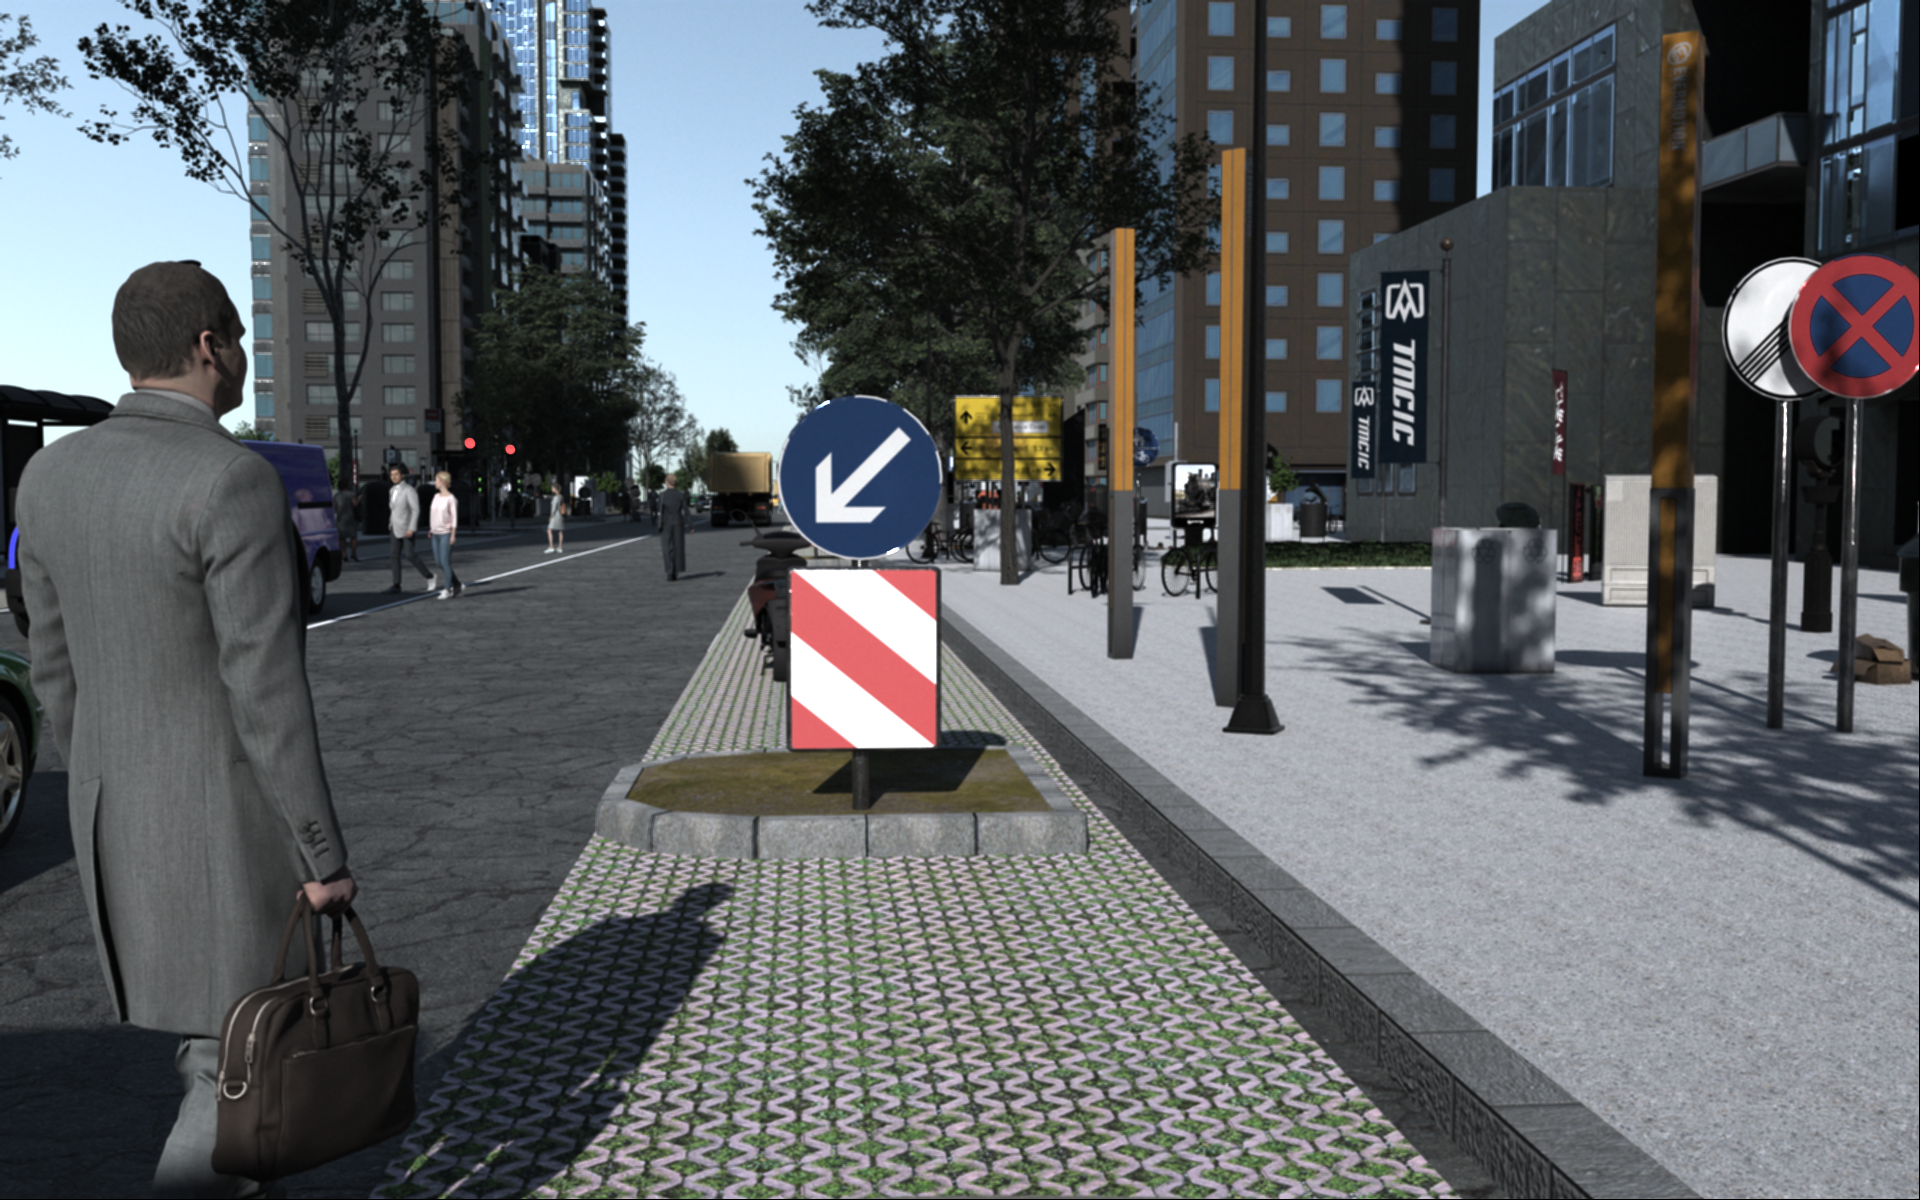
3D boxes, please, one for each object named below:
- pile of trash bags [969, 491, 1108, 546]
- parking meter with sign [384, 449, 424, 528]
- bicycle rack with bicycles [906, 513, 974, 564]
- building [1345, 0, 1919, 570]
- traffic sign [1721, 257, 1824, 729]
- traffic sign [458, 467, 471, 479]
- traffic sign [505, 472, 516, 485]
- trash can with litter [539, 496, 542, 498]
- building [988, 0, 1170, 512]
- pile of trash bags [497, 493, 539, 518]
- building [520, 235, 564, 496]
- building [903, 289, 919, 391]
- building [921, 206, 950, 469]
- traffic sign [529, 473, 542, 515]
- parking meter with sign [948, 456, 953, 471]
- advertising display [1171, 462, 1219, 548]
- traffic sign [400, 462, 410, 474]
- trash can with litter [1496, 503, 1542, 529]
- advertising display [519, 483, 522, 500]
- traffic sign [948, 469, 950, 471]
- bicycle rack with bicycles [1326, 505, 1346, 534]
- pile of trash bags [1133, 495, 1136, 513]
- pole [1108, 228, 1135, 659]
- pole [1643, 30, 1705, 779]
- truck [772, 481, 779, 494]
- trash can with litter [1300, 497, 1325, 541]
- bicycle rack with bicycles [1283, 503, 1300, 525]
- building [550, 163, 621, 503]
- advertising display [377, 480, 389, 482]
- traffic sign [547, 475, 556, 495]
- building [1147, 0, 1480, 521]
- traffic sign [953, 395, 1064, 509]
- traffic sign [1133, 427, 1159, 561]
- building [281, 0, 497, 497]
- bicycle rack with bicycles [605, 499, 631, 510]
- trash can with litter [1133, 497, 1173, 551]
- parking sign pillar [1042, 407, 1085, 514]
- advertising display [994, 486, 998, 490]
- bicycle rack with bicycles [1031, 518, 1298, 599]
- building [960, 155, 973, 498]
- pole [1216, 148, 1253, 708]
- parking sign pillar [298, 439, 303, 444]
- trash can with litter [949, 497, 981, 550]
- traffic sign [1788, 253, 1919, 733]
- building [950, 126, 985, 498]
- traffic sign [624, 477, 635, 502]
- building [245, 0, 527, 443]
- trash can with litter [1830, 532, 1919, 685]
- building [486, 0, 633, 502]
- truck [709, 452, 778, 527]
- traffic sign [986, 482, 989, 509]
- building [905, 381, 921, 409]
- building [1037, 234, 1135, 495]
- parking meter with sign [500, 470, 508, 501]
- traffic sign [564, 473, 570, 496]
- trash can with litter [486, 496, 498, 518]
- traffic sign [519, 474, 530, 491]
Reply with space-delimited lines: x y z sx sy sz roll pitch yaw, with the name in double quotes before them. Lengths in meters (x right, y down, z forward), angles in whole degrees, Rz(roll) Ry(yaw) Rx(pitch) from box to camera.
"pile of trash bags" 1.760 -2.101 44.102 3.447 1.369 1.912 3 5 42
"parking meter with sign" -21.420 -4.317 66.848 1.738 3.016 0.543 2 4 33
"bicycle rack with bicycles" 0.634 -1.168 32.477 2.925 0.926 2.852 1 4 10
"building" 22.963 -43.870 29.954 22.319 86.520 31.000 0 4 -5
"traffic sign" 4.470 -0.570 9.422 0.768 2.556 0.104 0 4 -4
"traffic sign" -22.722 -4.873 79.777 0.768 2.556 0.104 0 3 0
"traffic sign" -21.906 -5.115 84.814 0.795 2.450 0.064 0 4 2
"trash can with litter" -27.039 -6.038 110.111 1.055 1.170 0.624 0 4 -5
"building" 9.830 -30.914 155.559 14.600 45.320 14.200 0 4 -5
"pile of trash bags" -24.940 -5.147 93.900 3.447 1.369 1.912 -2 4 -26
"building" -51.851 -25.655 191.152 14.160 30.474 14.107 0 4 -5
"building" -2.864 -37.419 295.399 14.154 41.232 14.086 0 4 -5
"building" 1.721 -36.758 251.108 14.600 45.320 14.200 0 4 -5
"traffic sign" -26.231 -6.539 107.023 0.768 2.556 0.104 0 4 3
"parking meter with sign" -0.464 -5.145 80.387 0.543 3.016 1.738 -1 4 -13
"advertising display" 4.793 -1.852 35.491 0.974 1.923 0.123 -1 4 -18
"traffic sign" -22.509 -4.284 70.047 0.884 2.594 0.081 0 4 0
"trash can with litter" 7.240 -0.661 22.193 0.624 1.170 1.055 0 4 5
"advertising display" -25.985 -5.905 101.766 0.123 1.923 0.974 1 4 9
"traffic sign" -0.782 -5.002 81.888 0.768 2.556 0.104 0 4 -2
"bicycle rack with bicycles" 12.922 -2.576 55.495 2.852 0.926 2.925 0 4 -6
"pile of trash bags" 3.810 -2.560 51.606 3.447 1.369 1.912 -2 4 -33
"pole" 1.250 -1.198 13.434 0.158 3.312 0.155 0 3 0
"pole" 3.217 -0.854 7.799 0.158 3.312 0.155 0 3 0
"truck" -26.780 -16.254 261.669 3.469 3.379 9.791 0 4 -7
"trash can with litter" 7.984 -1.606 37.314 2.233 1.210 1.678 1 4 12
"bicycle rack with bicycles" 12.944 -3.521 70.953 2.925 0.926 2.852 2 4 27
"building" -62.211 -38.564 250.125 23.786 49.044 30.456 0 4 -5
"advertising display" -27.094 -4.667 81.525 0.123 1.923 0.974 1 4 20
"traffic sign" -26.603 -6.922 113.273 0.768 2.556 0.104 0 4 5
"building" 16.959 -26.808 88.415 14.200 45.320 14.600 0 4 -5
"traffic sign" 0.990 -2.552 35.605 2.265 3.308 0.079 0 4 4
"traffic sign" 3.393 -2.010 32.967 0.768 2.556 0.104 0 4 -2
"building" -47.715 -28.282 146.002 14.154 41.232 14.086 0 4 -5
"bicycle rack with bicycles" -27.307 -7.728 139.732 2.852 0.926 2.925 -2 4 -30
"trash can with litter" 4.456 -1.784 40.230 1.678 1.210 2.233 2 4 31
"parking sign pillar" 3.227 -4.010 54.037 1.447 3.967 1.447 0 4 0
"advertising display" 2.407 -7.834 133.301 0.974 1.923 0.123 0 4 0
"bicycle rack with bicycles" 2.417 -0.546 22.310 2.852 0.926 2.925 2 4 32
"building" 7.539 -32.654 184.002 14.600 45.320 14.200 0 4 -5
"pole" 1.659 -1.011 10.380 0.158 3.312 0.155 0 3 0
"parking sign pillar" -32.178 -5.918 85.238 1.447 3.967 1.447 -1 4 -10
"trash can with litter" 0.575 -1.759 39.816 2.233 1.210 1.678 1 4 19
"traffic sign" 4.771 -0.560 9.264 0.768 2.556 0.104 0 4 1
"building" 5.745 -31.502 198.655 14.154 41.232 14.086 0 4 -5
"traffic sign" -24.447 -7.834 128.186 0.768 2.556 0.104 0 4 -2
"building" -54.298 -33.510 167.493 23.786 49.044 30.456 0 4 -5
"trash can with litter" 6.555 -0.024 11.780 1.055 1.170 0.624 -1 4 -14
"building" -64.127 -59.140 279.604 22.319 86.520 31.000 0 4 -5
"truck" -9.894 -5.080 78.981 3.469 3.379 9.791 0 4 -5
"traffic sign" 0.603 -2.322 38.075 0.768 2.556 0.104 0 4 2
"building" 5.907 -26.312 275.248 27.650 21.520 28.899 0 4 -5
"building" 21.458 -17.478 130.808 27.650 21.520 28.899 0 4 -5
"parking meter with sign" -32.130 -7.693 122.037 0.543 3.016 1.738 -2 4 -33
"traffic sign" -24.118 -6.447 105.518 0.768 2.556 0.104 0 4 3
"trash can with litter" -24.927 -4.922 91.863 0.624 1.170 1.055 -3 5 -42
"traffic sign" -27.961 -6.801 111.307 0.768 2.556 0.104 0 4 3
